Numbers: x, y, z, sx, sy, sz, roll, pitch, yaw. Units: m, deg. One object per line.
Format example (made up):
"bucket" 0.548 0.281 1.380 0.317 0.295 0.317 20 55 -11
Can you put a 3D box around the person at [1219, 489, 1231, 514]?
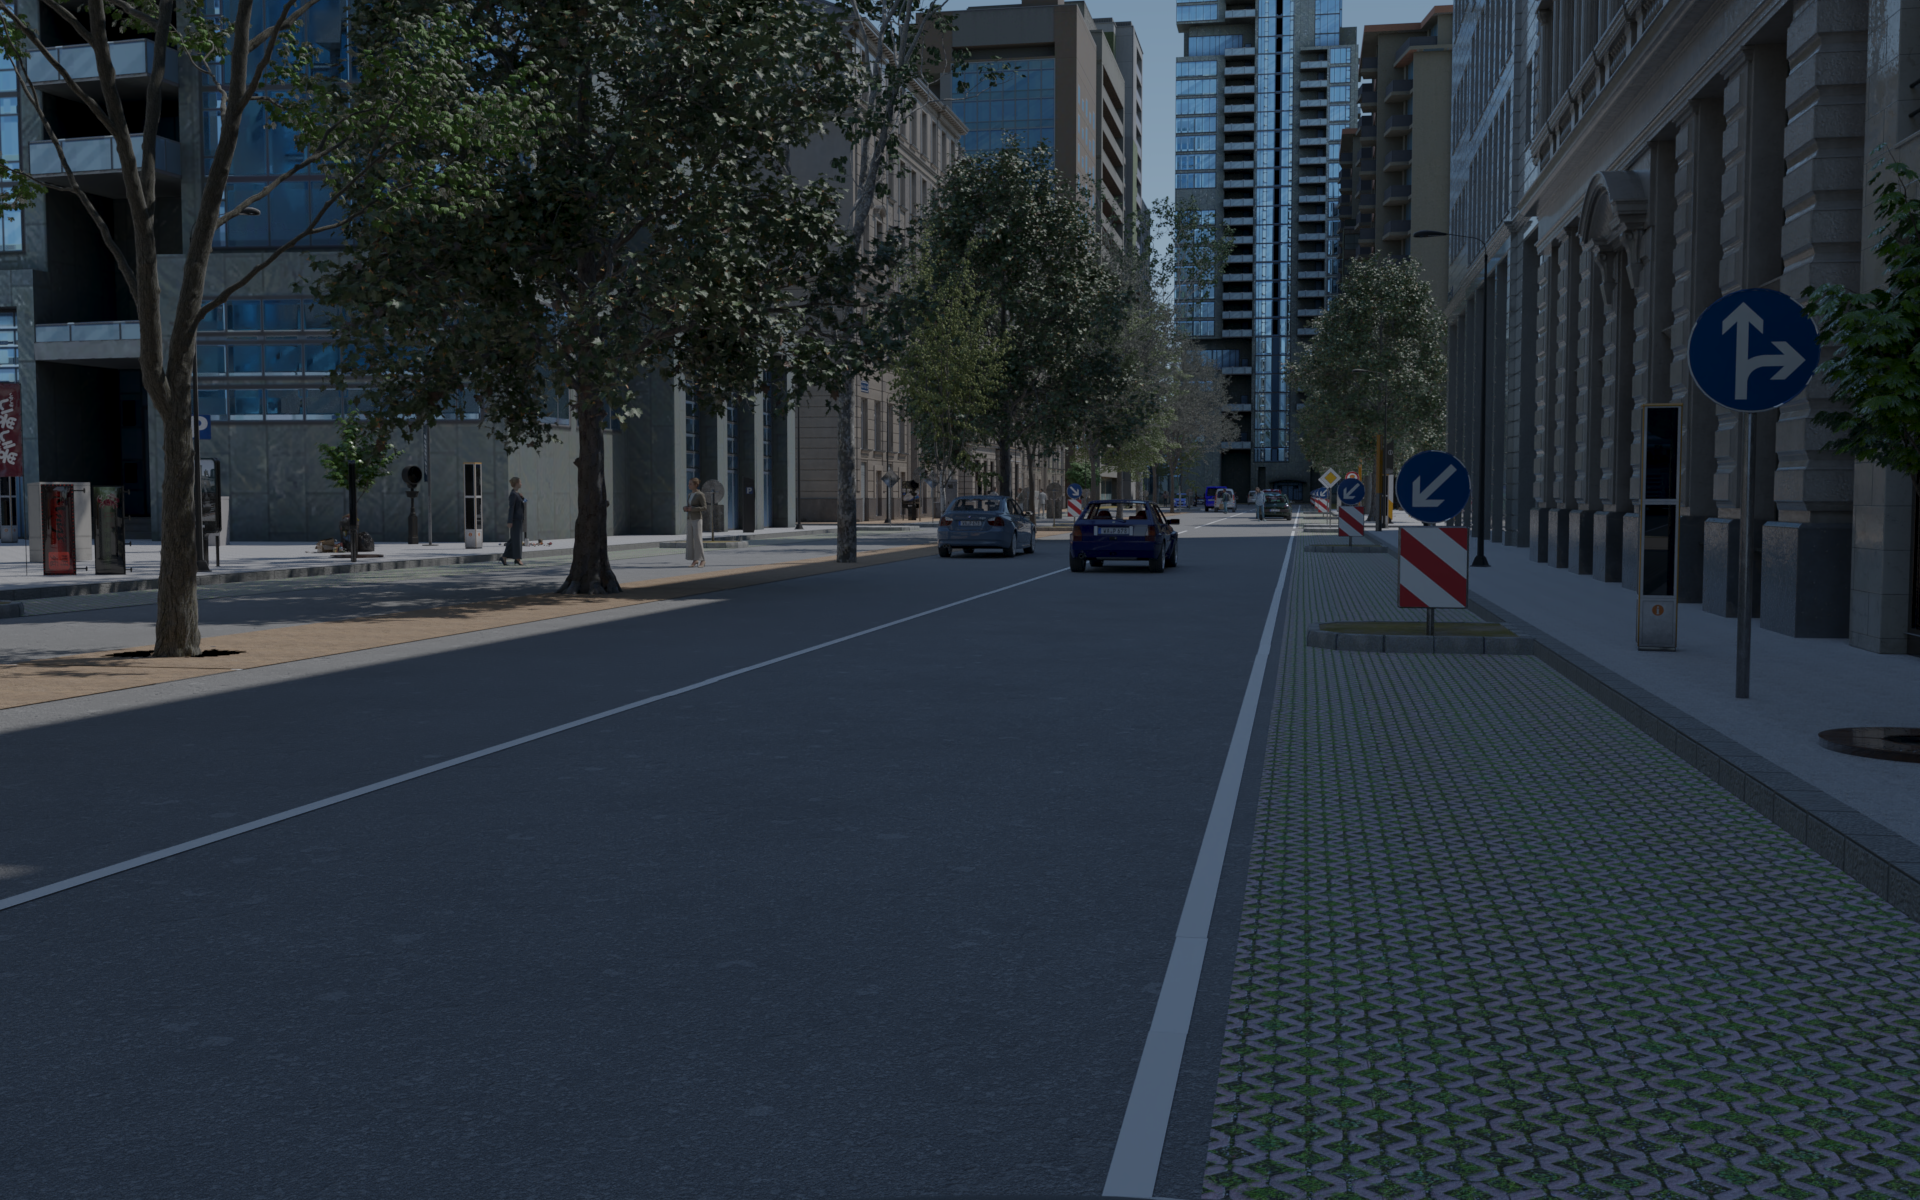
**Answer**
"person" 18.882 -7.041 123.598 0.794 1.824 0.713 -2 4 -35

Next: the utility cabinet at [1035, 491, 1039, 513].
"utility cabinet" 5.002 -6.719 118.529 0.318 1.500 1.173 2 4 33

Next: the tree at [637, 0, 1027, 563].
"tree" -3.386 -10.899 36.547 12.611 20.169 13.585 0 3 0

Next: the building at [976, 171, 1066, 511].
"building" 1.020 -20.622 134.430 12.463 27.353 25.104 1 4 11

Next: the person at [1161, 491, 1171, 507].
"person" 22.911 -11.237 192.940 1.217 1.736 0.721 -1 4 -20

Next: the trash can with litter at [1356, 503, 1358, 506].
"trash can with litter" 30.325 -7.426 132.474 1.678 1.210 2.233 -1 4 -13

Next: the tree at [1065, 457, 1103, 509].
"tree" 10.588 -10.049 148.015 4.285 4.588 4.351 0 3 0

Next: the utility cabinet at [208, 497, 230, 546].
"utility cabinet" -18.431 -1.949 43.031 0.306 1.237 1.020 -1 4 -10

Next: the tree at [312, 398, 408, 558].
"tree" -12.320 -2.475 35.071 1.663 3.219 1.824 0 3 0

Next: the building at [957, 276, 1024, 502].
"building" -2.016 -15.138 112.142 10.561 19.102 19.286 1 4 11

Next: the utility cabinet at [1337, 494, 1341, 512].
"utility cabinet" 26.909 -6.992 123.005 0.318 1.500 1.173 1 4 12

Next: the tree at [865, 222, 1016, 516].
"tree" -0.444 -5.653 45.246 4.737 8.622 4.395 0 3 0

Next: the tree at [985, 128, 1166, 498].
"tree" 1.438 -8.233 54.078 9.611 12.733 9.660 0 3 0

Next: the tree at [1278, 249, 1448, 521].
"tree" 19.618 -10.040 81.157 9.611 12.733 9.660 0 3 0

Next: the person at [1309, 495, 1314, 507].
"person" 37.226 -10.602 182.369 0.721 1.766 1.217 -2 4 -34

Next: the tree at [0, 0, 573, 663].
"tree" -6.811 -5.294 14.763 9.928 11.665 9.643 0 3 0

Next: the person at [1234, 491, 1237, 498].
"person" 33.181 -12.208 208.552 0.568 1.767 0.683 0 4 -3

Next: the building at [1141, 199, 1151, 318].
"building" 19.018 -34.143 241.831 14.086 41.232 14.154 1 4 11

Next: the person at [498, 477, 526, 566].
"person" -8.868 -1.557 34.383 0.534 1.772 0.576 -2 4 -31

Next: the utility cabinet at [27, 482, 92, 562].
"utility cabinet" -16.937 -1.462 32.586 0.318 1.500 1.173 1 4 19

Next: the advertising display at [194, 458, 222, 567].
"advertising display" -13.555 -1.564 30.782 0.974 1.923 0.123 1 4 20

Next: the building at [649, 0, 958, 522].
"building" -7.922 -17.933 90.473 12.463 27.353 25.104 1 4 11

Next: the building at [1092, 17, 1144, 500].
"building" 8.164 -41.207 215.740 28.212 58.520 21.231 1 4 11

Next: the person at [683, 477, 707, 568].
"person" -5.219 -1.518 33.877 0.519 1.759 0.362 3 5 43

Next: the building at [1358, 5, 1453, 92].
"building" 47.860 -30.899 159.824 22.147 44.769 28.867 1 4 11

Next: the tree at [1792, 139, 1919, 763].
"tree" 5.000 -0.852 8.530 1.663 3.219 1.824 0 3 0

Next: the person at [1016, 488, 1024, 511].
"person" 3.092 -4.964 90.218 0.362 1.759 0.519 -2 4 -26

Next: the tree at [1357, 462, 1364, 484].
"tree" 29.757 -10.856 127.859 4.360 8.622 3.978 0 3 0

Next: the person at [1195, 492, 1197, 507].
"person" 26.748 -11.401 195.625 0.721 1.735 1.217 1 4 11

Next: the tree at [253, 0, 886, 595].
"tree" -5.294 -6.439 24.748 9.611 12.733 9.660 0 3 0

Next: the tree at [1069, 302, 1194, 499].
"tree" 8.356 -10.423 91.008 7.486 12.596 7.792 0 3 0

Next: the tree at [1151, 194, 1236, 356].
"tree" 9.503 -14.918 102.256 12.611 20.169 13.585 0 3 0

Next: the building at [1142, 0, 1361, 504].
"building" 41.932 -56.725 240.121 31.000 86.520 22.319 1 4 11

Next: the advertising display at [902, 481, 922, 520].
"advertising display" -2.359 -4.861 84.693 0.974 1.923 0.123 1 4 8

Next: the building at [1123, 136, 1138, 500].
"building" 12.080 -31.207 193.823 14.154 41.232 14.086 1 4 11

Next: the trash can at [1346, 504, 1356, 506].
"trash can" 25.581 -6.220 113.354 0.748 1.137 0.748 0 3 0

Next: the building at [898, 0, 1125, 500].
"building" 4.986 -33.831 176.845 21.300 48.544 21.600 1 4 11

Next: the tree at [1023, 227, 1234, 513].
"tree" 6.140 -10.190 79.438 12.009 13.543 11.850 0 3 0

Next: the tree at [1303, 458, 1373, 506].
"tree" 32.158 -13.820 144.083 7.486 12.596 7.792 0 3 0

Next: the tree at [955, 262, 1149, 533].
"tree" 2.736 -7.699 62.745 8.767 10.594 7.601 1 4 11

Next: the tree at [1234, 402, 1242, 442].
"tree" 12.956 -12.355 114.824 12.009 13.543 11.850 0 3 0

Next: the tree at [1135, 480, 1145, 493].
"tree" 21.331 -12.792 203.753 1.663 3.219 1.824 0 3 0

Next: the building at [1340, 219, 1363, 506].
"building" 47.252 -25.110 182.242 14.160 30.474 14.107 1 4 11

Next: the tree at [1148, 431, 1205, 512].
"tree" 17.309 -11.191 135.793 4.737 8.622 4.395 0 3 0

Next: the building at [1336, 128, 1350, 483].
"building" 55.398 -33.529 202.824 22.147 44.769 28.867 1 4 11

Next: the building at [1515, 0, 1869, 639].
"building" 13.931 -11.864 22.850 11.050 23.489 19.941 1 4 11

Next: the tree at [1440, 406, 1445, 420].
"tree" 32.004 -10.163 116.526 4.360 8.622 3.978 0 3 0

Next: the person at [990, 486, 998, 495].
"person" 1.698 -4.487 82.060 0.606 1.804 0.583 3 5 44

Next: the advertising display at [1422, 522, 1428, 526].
"advertising display" 11.068 -2.192 41.057 0.123 1.923 0.974 1 4 22

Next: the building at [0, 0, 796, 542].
"building" -23.697 -45.468 56.067 31.000 86.520 22.319 1 4 11

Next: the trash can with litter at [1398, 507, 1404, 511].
"trash can with litter" 33.962 -7.394 132.282 1.055 1.170 0.624 3 4 38

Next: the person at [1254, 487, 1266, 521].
"person" 15.689 -5.001 90.534 0.793 1.790 0.793 -2 4 -25

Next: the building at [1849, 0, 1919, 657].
"building" 10.986 -9.178 4.805 10.420 20.320 16.860 1 4 11

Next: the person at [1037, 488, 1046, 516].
"person" 5.003 -6.013 107.008 0.606 1.804 0.583 -3 4 -36

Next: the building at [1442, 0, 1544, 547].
"building" 20.073 -16.469 46.753 11.434 29.767 29.804 1 4 11

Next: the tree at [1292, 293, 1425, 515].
"tree" 25.324 -12.288 107.564 9.857 13.997 8.962 0 3 0

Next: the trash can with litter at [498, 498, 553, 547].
"trash can with litter" -10.692 -1.968 43.233 1.678 1.210 2.233 1 4 11

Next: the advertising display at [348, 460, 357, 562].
"advertising display" -11.535 -1.693 32.897 0.123 1.923 0.974 -1 4 -19

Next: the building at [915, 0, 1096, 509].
"building" 4.646 -31.077 158.227 14.600 45.320 14.200 1 4 11
